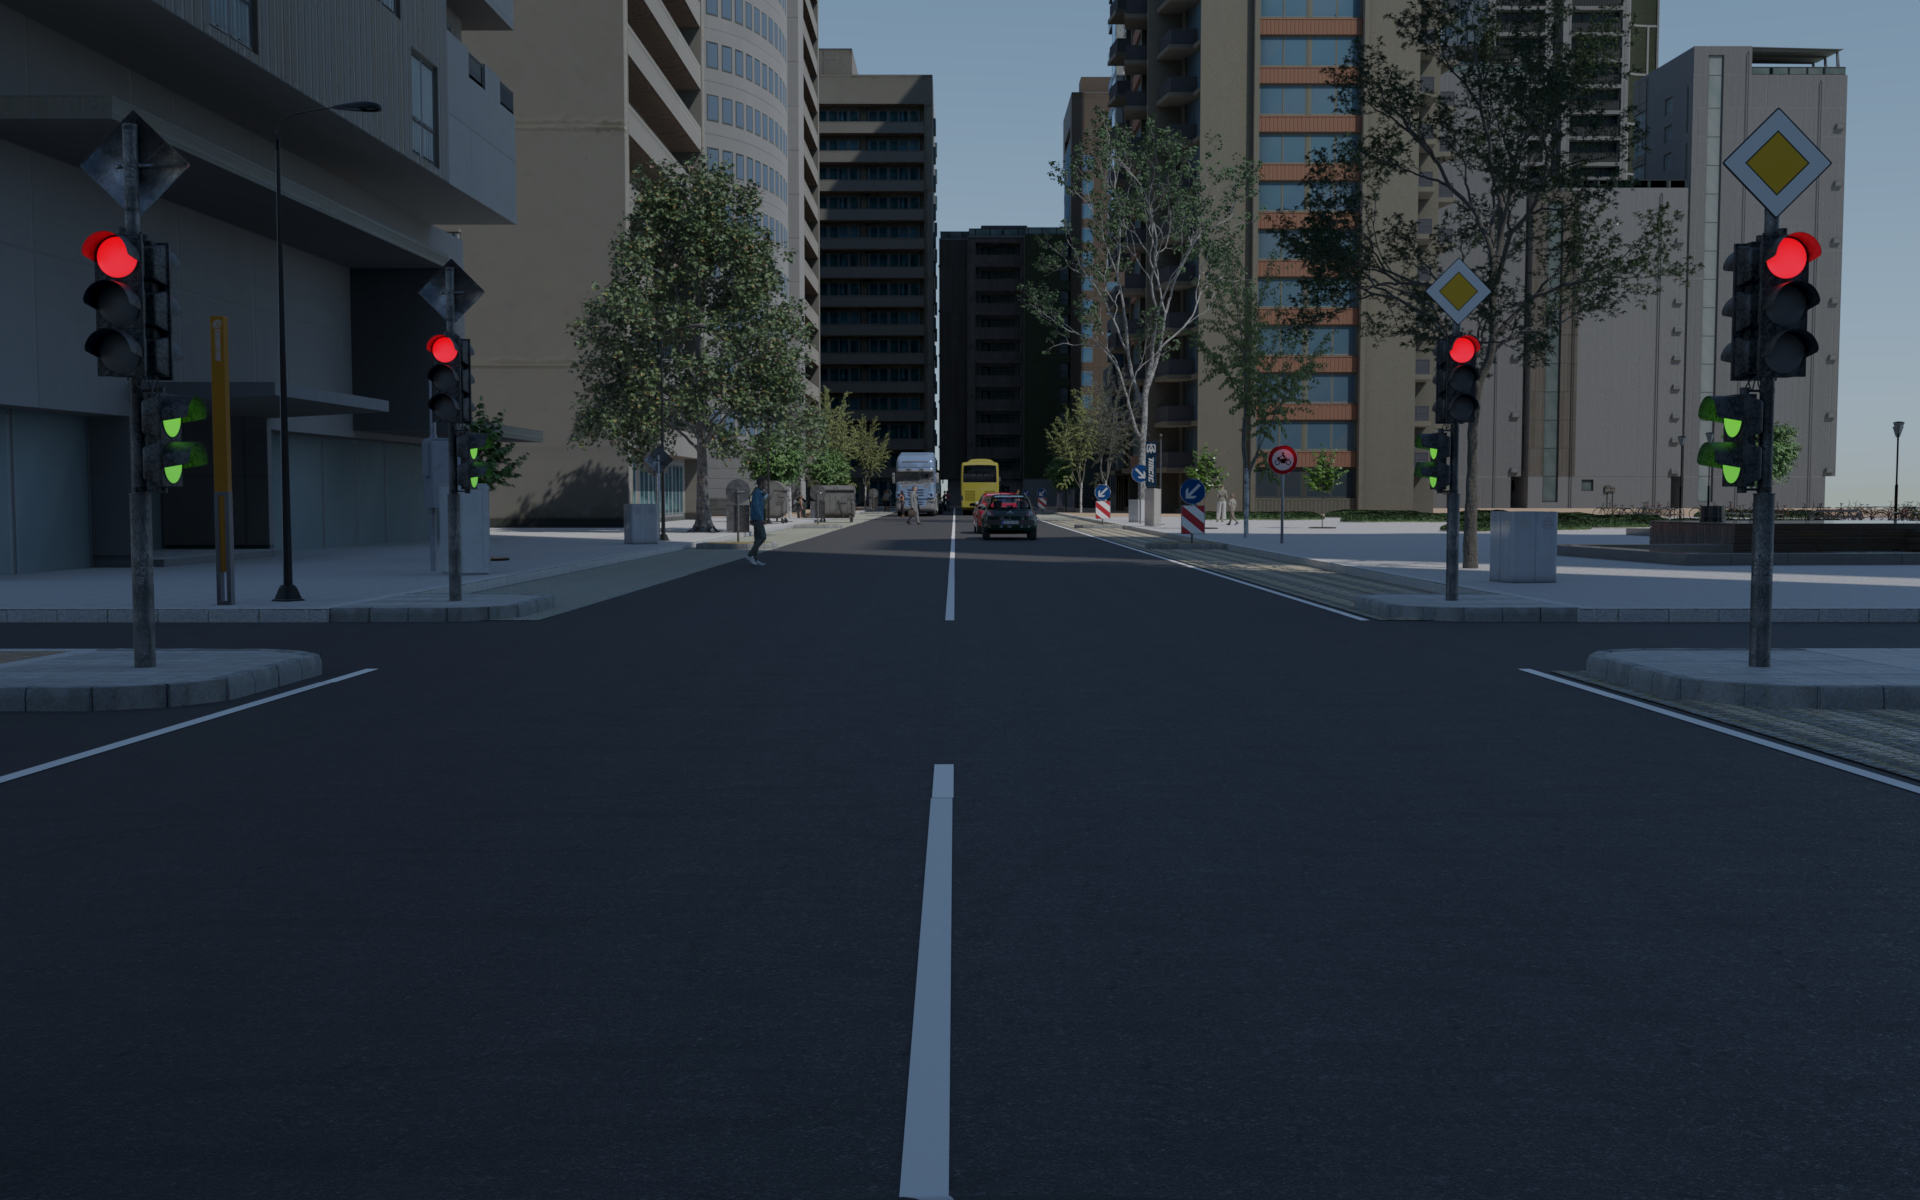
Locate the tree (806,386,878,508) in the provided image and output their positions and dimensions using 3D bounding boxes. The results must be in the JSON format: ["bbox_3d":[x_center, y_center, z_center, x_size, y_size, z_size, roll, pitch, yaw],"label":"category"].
[{"bbox_3d":[-8.493,-10.166,116.580,4.737,8.622,4.395,0,3,0],"label":"tree"}]

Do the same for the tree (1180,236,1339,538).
[{"bbox_3d":[8.564,-6.102,50.132,4.737,8.622,4.395,0,3,0],"label":"tree"}]

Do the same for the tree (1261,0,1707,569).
[{"bbox_3d":[8.529,-5.810,29.410,7.601,10.594,8.767,-3,4,-38],"label":"tree"}]

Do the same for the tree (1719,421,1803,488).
[{"bbox_3d":[31.066,-5.127,67.547,4.285,4.588,4.351,0,3,0],"label":"tree"}]

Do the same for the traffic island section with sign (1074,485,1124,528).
[{"bbox_3d":[5.811,-3.912,72.581,1.989,1.847,2.006,0,4,0],"label":"traffic island section with sign"}]

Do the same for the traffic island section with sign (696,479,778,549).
[{"bbox_3d":[-5.828,-2.259,45.566,1.989,1.847,2.006,0,4,0],"label":"traffic island section with sign"}]

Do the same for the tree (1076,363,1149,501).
[{"bbox_3d":[8.428,-9.056,98.426,4.360,8.622,3.978,0,3,0],"label":"tree"}]

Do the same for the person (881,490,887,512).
[{"bbox_3d":[-5.947,-7.752,136.036,0.721,1.735,1.217,-1,4,-22],"label":"person"}]

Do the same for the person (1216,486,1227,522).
[{"bbox_3d":[11.954,-4.436,79.125,0.519,1.759,0.362,0,4,5],"label":"person"}]

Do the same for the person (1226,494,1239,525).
[{"bbox_3d":[11.169,-3.717,71.095,0.640,1.303,0.475,2,4,35],"label":"person"}]

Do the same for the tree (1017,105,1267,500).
[{"bbox_3d":[8.724,-13.938,83.777,12.611,20.169,13.585,0,3,0],"label":"tree"}]

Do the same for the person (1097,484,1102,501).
[{"bbox_3d":[7.344,-5.183,90.794,0.388,1.821,0.555,-1,4,-21],"label":"person"}]

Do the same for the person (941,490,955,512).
[{"bbox_3d":[-0.965,-7.988,139.828,1.217,1.743,0.721,1,4,22],"label":"person"}]

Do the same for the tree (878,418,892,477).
[{"bbox_3d":[-8.497,-12.808,159.770,4.737,8.622,4.395,0,3,0],"label":"tree"}]

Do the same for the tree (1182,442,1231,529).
[{"bbox_3d":[9.141,-4.231,63.784,1.663,3.219,1.824,0,3,0],"label":"tree"}]

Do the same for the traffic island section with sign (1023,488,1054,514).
[{"bbox_3d":[5.672,-6.986,122.846,1.989,1.847,2.006,0,4,0],"label":"traffic island section with sign"}]

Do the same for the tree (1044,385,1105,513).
[{"bbox_3d":[8.013,-10.136,116.090,4.737,8.622,4.395,0,3,0],"label":"tree"}]

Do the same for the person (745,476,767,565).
[{"bbox_3d":[-4.075,-1.579,34.654,0.444,1.785,0.601,0,4,-2],"label":"person"}]

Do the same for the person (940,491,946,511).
[{"bbox_3d":[-1.381,-8.355,145.932,0.721,1.723,1.217,2,4,25],"label":"person"}]

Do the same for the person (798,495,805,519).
[{"bbox_3d":[-8.310,-4.907,90.947,0.373,1.253,0.362,0,4,1],"label":"person"}]

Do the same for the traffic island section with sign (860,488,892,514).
[{"bbox_3d":[-6.049,-6.971,122.610,1.989,1.847,2.006,0,4,0],"label":"traffic island section with sign"}]

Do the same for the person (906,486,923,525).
[{"bbox_3d":[-2.123,-4.442,81.230,0.767,1.812,0.694,1,4,17],"label":"person"}]

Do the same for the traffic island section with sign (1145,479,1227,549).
[{"bbox_3d":[5.900,-2.254,45.478,1.989,1.847,2.006,0,4,0],"label":"traffic island section with sign"}]

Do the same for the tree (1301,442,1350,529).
[{"bbox_3d":[13.518,-4.294,64.800,1.663,3.219,1.824,0,3,0],"label":"tree"}]

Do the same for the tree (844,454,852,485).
[{"bbox_3d":[-8.542,-7.815,111.483,4.285,4.588,4.351,0,3,0],"label":"tree"}]

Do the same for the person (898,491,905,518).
[{"bbox_3d":[-3.478,-5.683,102.882,0.415,1.643,0.593,-3,4,-38],"label":"person"}]

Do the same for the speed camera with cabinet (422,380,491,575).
[{"bbox_3d":[-8.187,-2.066,28.113,0.660,3.252,2.038,-2,4,-30],"label":"speed camera with cabinet"}]

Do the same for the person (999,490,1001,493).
[{"bbox_3d":[3.665,-9.293,160.447,1.348,1.824,0.705,0,4,-4],"label":"person"}]

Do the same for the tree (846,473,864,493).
[{"bbox_3d":[-9.733,-9.870,155.982,1.663,3.219,1.824,0,3,0],"label":"tree"}]

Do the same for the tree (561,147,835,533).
[{"bbox_3d":[-8.727,-8.609,57.758,9.611,12.733,9.660,0,3,0],"label":"tree"}]

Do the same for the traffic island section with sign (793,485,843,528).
[{"bbox_3d":[-5.909,-3.908,72.521,1.989,1.847,2.006,0,4,0],"label":"traffic island section with sign"}]

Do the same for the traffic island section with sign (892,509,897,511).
[{"bbox_3d":[-6.134,-8.620,149.565,1.989,1.847,2.006,0,4,0],"label":"traffic island section with sign"}]

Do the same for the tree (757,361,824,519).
[{"bbox_3d":[-8.786,-8.498,89.300,4.360,8.622,3.978,0,3,0],"label":"tree"}]

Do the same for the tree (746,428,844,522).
[{"bbox_3d":[-8.430,-5.847,79.318,4.285,4.588,4.351,0,3,0],"label":"tree"}]

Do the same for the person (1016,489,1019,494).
[{"bbox_3d":[3.864,-6.381,113.543,0.721,1.735,1.217,1,4,18],"label":"person"}]

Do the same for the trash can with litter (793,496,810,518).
[{"bbox_3d":[-8.292,-4.927,91.936,0.624,1.170,1.055,3,5,41],"label":"trash can with litter"}]

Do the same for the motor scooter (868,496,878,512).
[{"bbox_3d":[-6.686,-7.374,133.343,0.815,1.314,1.986,0,4,-2],"label":"motor scooter"}]

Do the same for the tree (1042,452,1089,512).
[{"bbox_3d":[7.784,-8.825,127.996,4.285,4.588,4.351,0,3,0],"label":"tree"}]

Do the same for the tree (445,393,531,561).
[{"bbox_3d":[-9.125,-2.377,33.466,1.663,3.219,1.824,0,3,0],"label":"tree"}]

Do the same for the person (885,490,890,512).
[{"bbox_3d":[-5.653,-7.628,134.007,0.721,1.735,1.217,0,4,5],"label":"person"}]

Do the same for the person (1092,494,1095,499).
[{"bbox_3d":[9.708,-6.937,119.990,1.217,1.766,0.721,-1,4,-16],"label":"person"}]

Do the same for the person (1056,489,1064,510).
[{"bbox_3d":[8.099,-8.166,140.225,0.621,1.740,0.551,1,4,10],"label":"person"}]

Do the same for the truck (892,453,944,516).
[{"bbox_3d":[-2.631,-7.843,117.996,2.967,4.110,18.799,0,4,1],"label":"truck"}]
